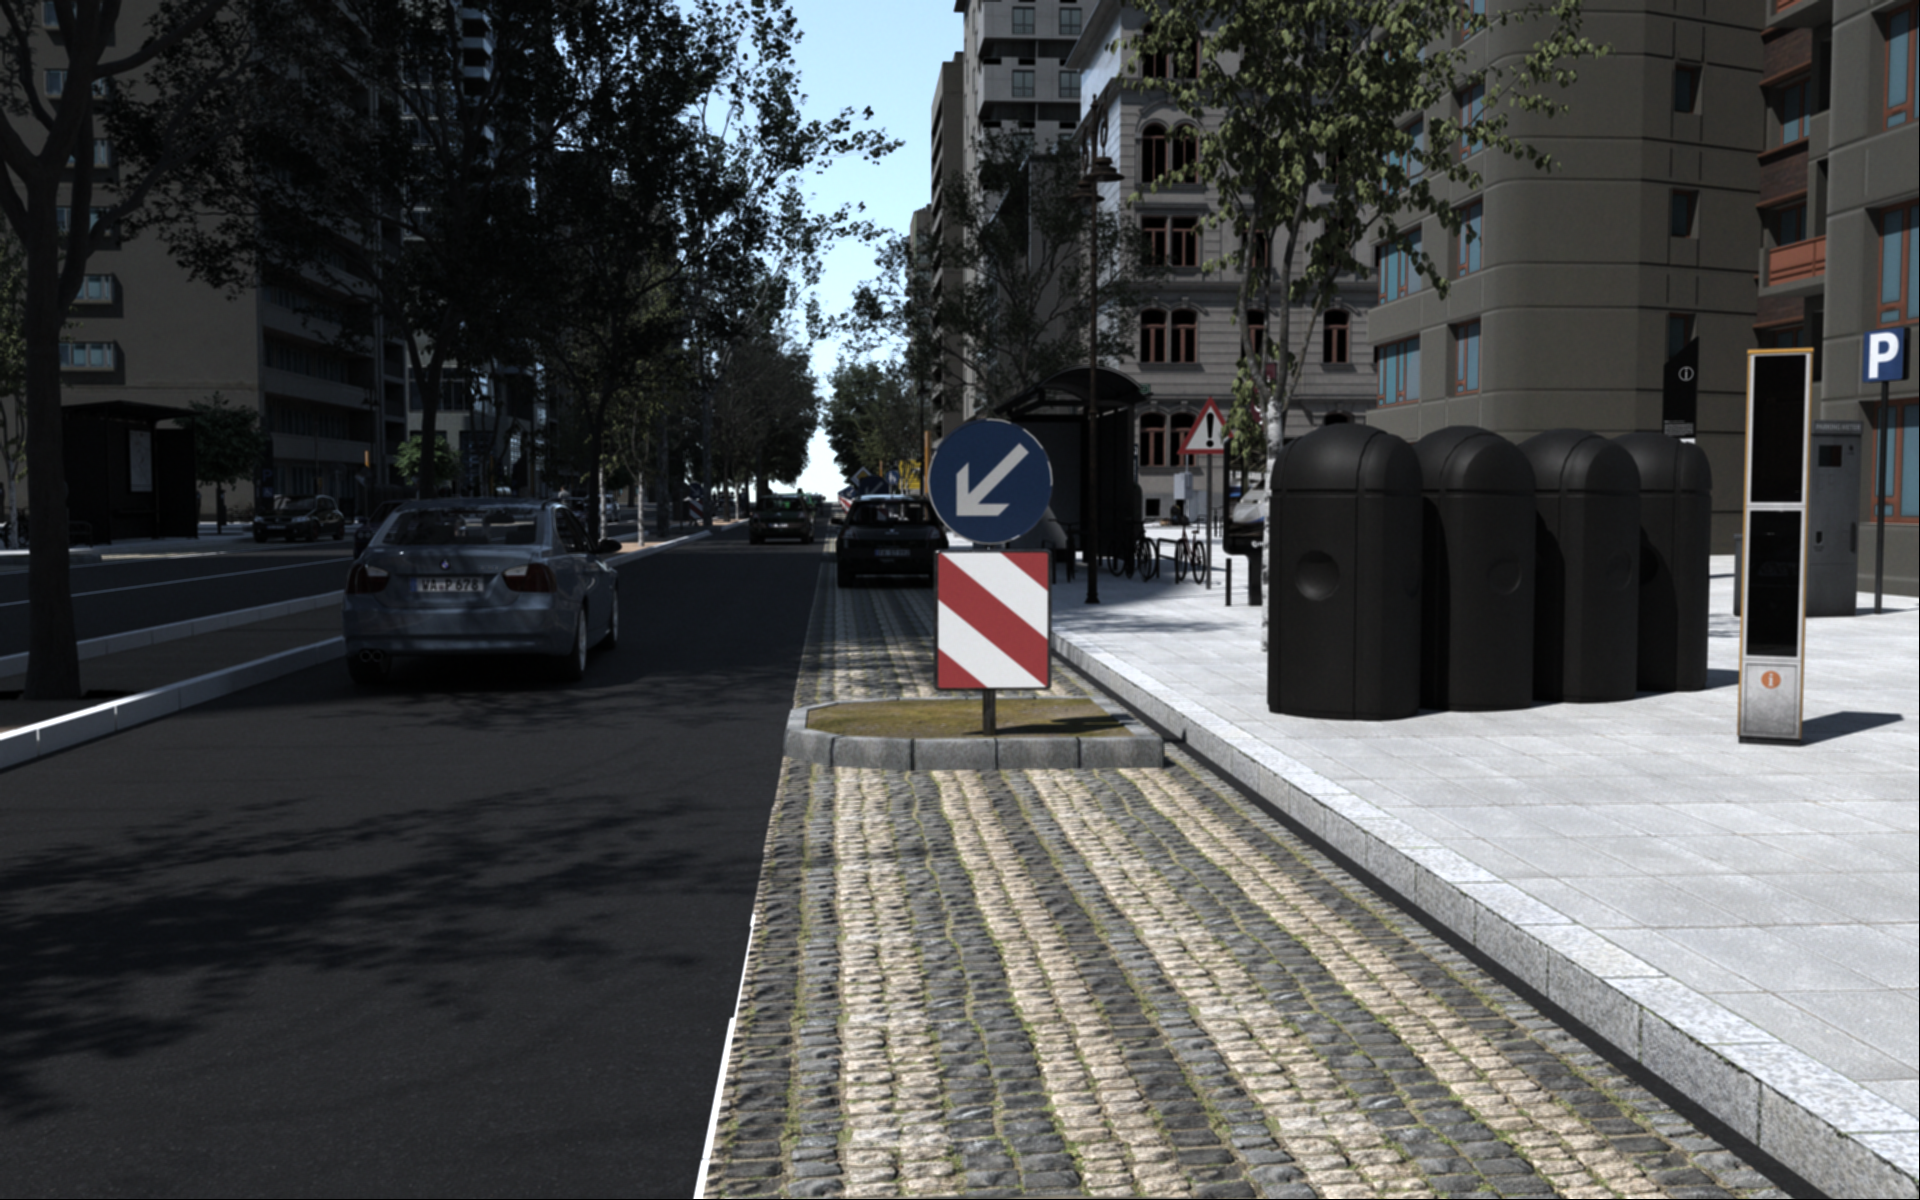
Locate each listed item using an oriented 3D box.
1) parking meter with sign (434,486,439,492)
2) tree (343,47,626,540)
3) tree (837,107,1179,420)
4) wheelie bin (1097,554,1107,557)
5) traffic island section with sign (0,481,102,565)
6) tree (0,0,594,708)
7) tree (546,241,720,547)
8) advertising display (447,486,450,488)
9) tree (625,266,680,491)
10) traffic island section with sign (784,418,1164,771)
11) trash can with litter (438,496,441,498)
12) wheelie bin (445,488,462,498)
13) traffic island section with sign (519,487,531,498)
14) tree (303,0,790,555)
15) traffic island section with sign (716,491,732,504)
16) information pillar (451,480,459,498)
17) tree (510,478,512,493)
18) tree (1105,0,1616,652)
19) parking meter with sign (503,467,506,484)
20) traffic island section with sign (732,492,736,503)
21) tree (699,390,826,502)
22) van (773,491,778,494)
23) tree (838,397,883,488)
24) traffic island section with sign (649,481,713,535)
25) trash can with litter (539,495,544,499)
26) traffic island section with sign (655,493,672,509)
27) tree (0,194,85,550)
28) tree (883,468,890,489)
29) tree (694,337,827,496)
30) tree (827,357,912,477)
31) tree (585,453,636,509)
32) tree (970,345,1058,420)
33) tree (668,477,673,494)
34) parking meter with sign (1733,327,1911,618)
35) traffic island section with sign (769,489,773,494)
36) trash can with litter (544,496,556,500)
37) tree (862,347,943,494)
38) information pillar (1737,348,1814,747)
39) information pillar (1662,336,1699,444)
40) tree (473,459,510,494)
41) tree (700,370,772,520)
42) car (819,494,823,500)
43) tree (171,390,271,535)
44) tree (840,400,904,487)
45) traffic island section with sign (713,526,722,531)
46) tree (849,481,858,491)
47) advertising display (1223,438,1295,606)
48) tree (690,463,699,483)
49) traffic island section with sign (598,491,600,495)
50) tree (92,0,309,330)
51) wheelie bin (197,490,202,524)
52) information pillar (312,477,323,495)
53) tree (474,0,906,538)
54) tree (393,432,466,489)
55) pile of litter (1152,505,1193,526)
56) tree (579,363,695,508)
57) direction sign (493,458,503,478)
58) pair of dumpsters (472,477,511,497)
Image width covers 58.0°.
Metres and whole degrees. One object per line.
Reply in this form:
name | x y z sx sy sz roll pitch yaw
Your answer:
parking meter with sign | -32.114 -6.651 104.998 1.738 3.016 0.543 3 4 39
tree | -7.815 -4.613 28.247 4.360 8.622 3.978 0 3 0
tree | 1.027 -6.629 42.803 8.767 10.594 7.601 0 4 3
wheelie bin | 3.048 -1.673 35.265 0.693 1.594 0.980 0 4 6
traffic island section with sign | -18.877 -1.649 35.592 1.989 1.847 2.006 0 4 -4
tree | -6.396 -6.057 11.866 12.009 13.543 11.850 0 3 0
tree | -8.711 -5.761 47.008 4.737 8.622 4.395 0 3 0
advertising display | -39.604 -7.882 134.076 0.123 1.923 0.974 -1 4 -9
tree | -8.632 -5.436 41.699 4.360 8.622 3.978 0 3 0
traffic island section with sign | 0.002 -0.076 9.870 1.989 1.847 2.006 0 4 -4
trash can with litter | -26.633 -4.702 88.273 0.624 1.170 1.055 0 4 -5
wheelie bin | -27.138 -5.197 92.880 0.980 1.594 0.693 0 4 -2
traffic island section with sign | -22.894 -5.040 91.038 1.989 1.847 2.006 0 4 -4
tree | -7.700 -6.040 35.622 8.767 10.594 7.601 0 4 -4
traffic island section with sign | -34.425 -14.783 250.324 1.989 1.847 2.006 0 4 -4
information pillar | -26.609 -5.311 91.320 0.304 2.012 0.304 0 4 5
tree | -29.894 -7.249 113.123 1.663 3.219 1.824 0 3 0
tree | 2.760 -3.891 13.981 4.737 8.622 4.395 0 3 0
parking meter with sign | -28.017 -6.950 109.887 1.738 3.016 0.543 0 4 -6
traffic island section with sign | -36.386 -16.427 277.208 1.989 1.847 2.006 0 4 -4
tree | -15.556 -13.428 139.014 9.611 12.733 9.660 0 3 0
van | -28.457 -15.687 263.499 2.013 2.044 4.112 0 4 -6
tree | -10.630 -17.395 202.536 7.486 12.596 7.792 0 3 0
traffic island section with sign | -9.920 -3.248 61.238 2.006 1.907 1.989 0 4 -4
trash can with litter | -28.384 -6.564 118.370 1.678 1.210 2.233 0 4 6
traffic island section with sign | -28.463 -9.744 167.936 1.989 1.847 2.006 0 4 -4
tree | -21.996 -5.460 39.641 4.737 8.622 4.395 0 3 0
tree | -5.298 -8.045 126.131 1.663 3.219 1.824 0 3 0
tree | -14.598 -13.415 128.447 9.857 13.997 8.962 0 3 0
tree | -8.205 -15.498 160.051 9.857 13.997 8.962 0 3 0
tree | -29.829 -10.160 149.833 4.285 4.588 4.351 0 3 0
tree | 2.581 -8.259 85.398 4.360 8.622 3.978 0 3 0
tree | -33.117 -12.402 197.374 1.663 3.219 1.824 0 3 0
parking meter with sign | 9.007 -1.340 18.174 1.738 3.016 0.543 -1 4 -16
traffic island section with sign | -15.884 -8.283 143.568 2.006 1.907 1.989 0 4 -4
trash can with litter | -26.880 -6.235 113.326 0.624 1.170 1.055 2 4 34
tree | -2.860 -8.316 86.327 4.360 8.622 3.978 0 3 0
information pillar | 4.197 -0.271 8.920 0.304 2.012 0.304 2 4 25
information pillar | 10.748 -2.111 25.865 0.504 3.616 0.183 3 4 37
tree | -25.502 -6.065 93.759 1.663 3.219 1.824 0 3 0
tree | -12.370 -8.758 96.020 4.360 8.622 3.978 0 3 0
car | -17.196 -12.047 207.188 2.015 1.641 3.980 0 4 -5
tree | -23.419 -4.335 54.587 4.285 4.588 4.351 0 3 0
tree | -6.067 -11.147 132.613 4.737 8.622 4.395 0 3 0
traffic island section with sign | -10.445 -3.700 68.626 2.006 1.907 1.989 0 4 -4
tree | -12.355 -14.014 212.839 4.285 4.588 4.351 0 3 0
advertising display | 3.503 -0.895 19.851 0.974 1.923 0.123 0 4 -6
tree | -41.334 -23.558 302.185 9.611 12.733 9.660 0 3 0
traffic island section with sign | -24.844 -6.685 117.922 1.989 1.847 2.006 0 4 -4
tree | -7.035 -5.216 22.159 8.767 10.594 7.601 0 4 -4
wheelie bin | -33.097 -4.078 74.582 0.693 1.594 0.980 1 4 22
information pillar | -28.264 -4.389 76.244 0.304 2.012 0.304 1 4 13
tree | -8.459 -12.056 55.454 12.611 20.169 13.585 0 3 0
tree | -25.129 -5.993 81.699 4.285 4.588 4.351 0 3 0
pile of litter | 8.554 -3.416 69.824 1.719 0.858 1.176 0 3 0
tree | -30.440 -15.466 159.526 9.857 13.997 8.962 0 3 0
direction sign | -29.175 -7.163 109.114 0.876 3.537 0.379 1 4 23
pair of dumpsters | -26.867 -5.917 99.229 1.574 2.255 4.437 0 4 -4
